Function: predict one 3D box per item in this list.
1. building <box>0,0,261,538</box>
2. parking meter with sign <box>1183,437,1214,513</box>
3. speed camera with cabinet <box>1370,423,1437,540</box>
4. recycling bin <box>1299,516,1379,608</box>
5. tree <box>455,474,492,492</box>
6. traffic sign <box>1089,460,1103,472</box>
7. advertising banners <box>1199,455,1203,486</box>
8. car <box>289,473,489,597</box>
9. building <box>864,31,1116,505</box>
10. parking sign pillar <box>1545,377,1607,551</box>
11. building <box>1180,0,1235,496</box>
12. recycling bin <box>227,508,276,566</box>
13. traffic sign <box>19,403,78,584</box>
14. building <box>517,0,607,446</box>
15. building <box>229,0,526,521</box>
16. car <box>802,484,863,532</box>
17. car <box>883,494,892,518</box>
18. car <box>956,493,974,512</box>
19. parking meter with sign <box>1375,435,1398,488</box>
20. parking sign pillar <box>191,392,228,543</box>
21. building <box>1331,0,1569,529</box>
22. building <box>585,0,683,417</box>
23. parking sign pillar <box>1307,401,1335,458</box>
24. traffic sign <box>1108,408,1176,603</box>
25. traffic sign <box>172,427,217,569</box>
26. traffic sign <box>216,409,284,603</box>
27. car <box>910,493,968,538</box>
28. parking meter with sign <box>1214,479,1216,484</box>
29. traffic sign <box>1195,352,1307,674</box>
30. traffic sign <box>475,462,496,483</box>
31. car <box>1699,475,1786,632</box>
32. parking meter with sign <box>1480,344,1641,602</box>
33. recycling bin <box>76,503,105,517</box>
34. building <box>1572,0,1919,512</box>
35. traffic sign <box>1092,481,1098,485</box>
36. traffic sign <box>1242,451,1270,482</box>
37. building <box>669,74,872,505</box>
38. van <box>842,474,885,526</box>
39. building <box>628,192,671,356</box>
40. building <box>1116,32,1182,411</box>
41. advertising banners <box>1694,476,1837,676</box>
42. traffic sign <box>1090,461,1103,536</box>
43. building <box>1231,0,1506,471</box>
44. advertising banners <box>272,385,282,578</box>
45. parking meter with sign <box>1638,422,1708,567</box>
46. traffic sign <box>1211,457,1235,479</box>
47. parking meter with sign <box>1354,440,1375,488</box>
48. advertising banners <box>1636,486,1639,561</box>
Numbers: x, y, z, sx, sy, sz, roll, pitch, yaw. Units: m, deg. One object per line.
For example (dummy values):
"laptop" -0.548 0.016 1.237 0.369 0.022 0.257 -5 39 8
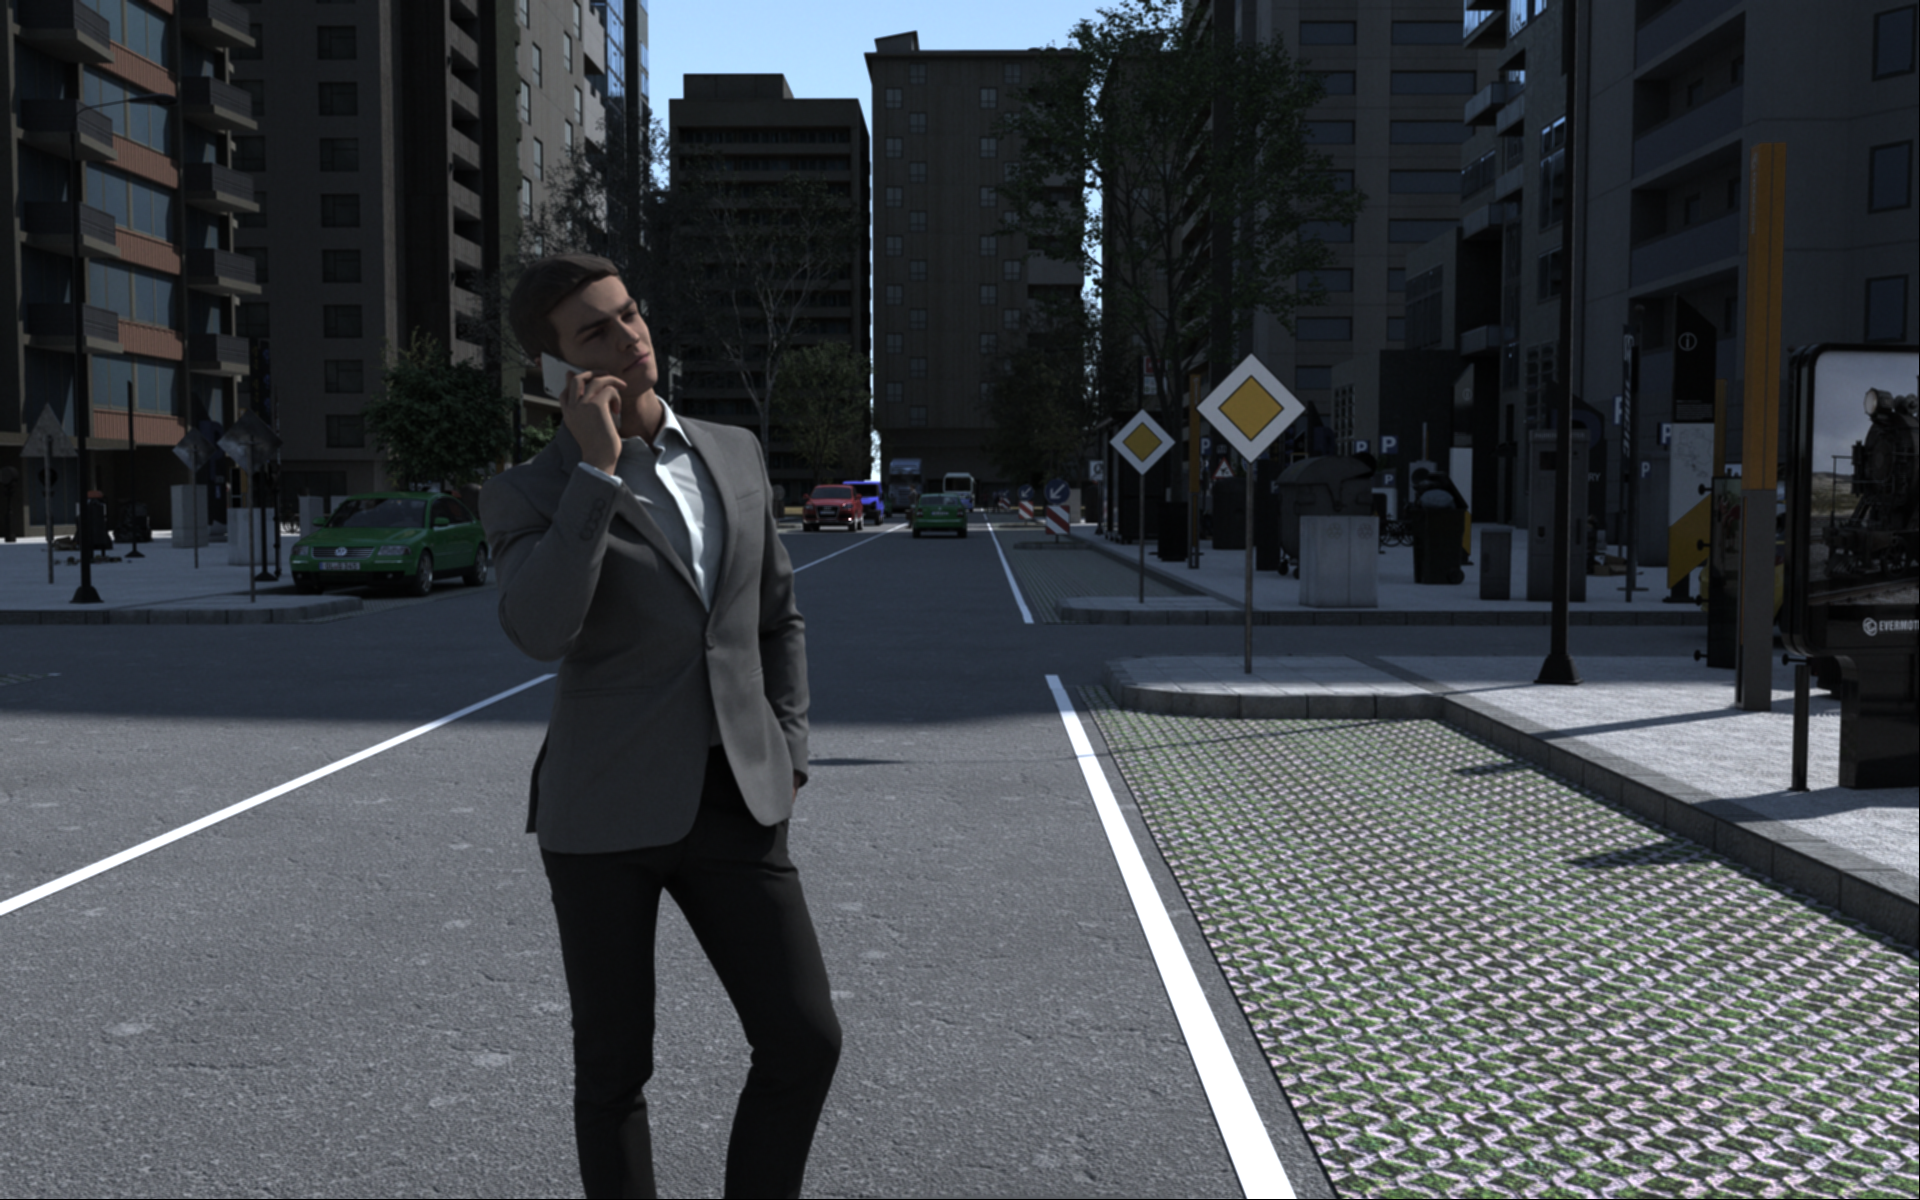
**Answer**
"building" -37.101 -24.573 56.400 22.147 44.769 28.867 0 4 1
"parking meter with sign" 6.976 -3.520 53.814 0.543 3.016 1.738 -3 4 -39
"speed camera with cabinet" 12.140 -3.285 48.049 2.038 3.252 0.660 1 4 23
"recycling bin" 4.324 -0.442 19.787 0.722 1.027 0.722 0 4 -6
"tree" -20.330 -4.690 71.278 1.663 3.219 1.824 0 3 0
"traffic sign" 5.222 -3.961 64.863 0.768 2.556 0.104 0 4 3
"advertising banners" 7.474 -3.652 55.898 0.090 3.025 2.074 2 4 31
"car" -8.268 -1.014 25.383 1.959 1.807 4.718 0 3 0
"building" 3.297 -37.751 206.469 27.495 52.752 28.713 0 4 1
"parking sign pillar" 14.139 -3.139 39.787 1.447 3.967 1.447 0 4 5
"building" 30.477 -31.940 145.913 21.300 48.544 21.600 0 4 1
"recycling bin" -12.784 -1.149 31.335 0.722 1.027 0.722 -3 4 -39
"traffic sign" -13.004 -1.511 24.706 0.884 2.594 0.081 0 4 6
"building" -37.924 -31.773 108.730 28.713 52.752 27.495 0 4 1
"building" -30.524 -19.236 86.209 14.160 30.474 14.107 0 4 1
"car" -4.896 -3.577 67.161 2.281 1.827 5.304 0 4 1
"car" -5.120 -5.954 106.146 1.959 1.807 4.718 0 4 0
"car" 0.156 -7.786 136.891 1.945 1.707 3.694 0 4 -1
"parking meter with sign" 12.546 -3.334 50.767 0.543 3.016 1.738 1 4 14
"parking sign pillar" -20.059 -3.536 46.294 1.447 3.967 1.447 0 4 -4
"building" 29.797 -46.308 69.808 22.319 86.520 31.000 0 4 1
"building" -38.890 -50.915 145.128 31.000 86.520 22.319 0 4 1
"parking sign pillar" 10.536 -3.795 50.520 1.447 3.967 1.447 2 4 31
"traffic sign" 2.131 -1.020 20.312 0.795 2.450 0.064 0 4 1
"traffic sign" -13.158 -1.749 29.782 0.795 2.450 0.064 0 4 5
"traffic sign" -8.362 -1.027 20.429 0.795 2.450 0.064 0 4 1
"car" -0.690 -2.990 57.681 1.959 1.807 4.718 0 4 -1
"parking meter with sign" 13.128 -5.646 88.576 1.738 3.016 0.543 -3 5 -39
"traffic sign" 2.058 -0.531 12.327 0.795 2.450 0.064 0 4 1
"traffic sign" -12.841 -2.867 46.882 0.884 2.594 0.081 0 4 8
"car" 9.279 -0.390 16.605 3.980 1.641 2.015 0 4 2
"parking meter with sign" 7.158 -1.497 20.743 1.738 3.016 0.543 1 4 19
"recycling bin" -24.522 -2.222 48.876 0.722 1.027 0.722 -2 4 -28
"building" 63.950 -36.886 145.080 28.212 58.520 21.231 0 4 1
"traffic sign" 7.247 -5.560 91.019 0.768 2.556 0.104 0 4 5
"traffic sign" 8.094 -2.896 47.453 0.768 2.556 0.104 0 4 4
"building" -21.662 -35.471 203.657 21.600 48.544 21.300 0 4 1
"van" -4.556 -4.631 80.106 2.240 2.365 5.245 0 4 -1
"building" -44.421 -31.681 209.863 23.993 40.220 32.217 0 4 1
"building" 30.795 -37.767 206.736 27.495 52.752 28.713 0 4 1
"advertising banners" 6.129 -0.968 12.008 0.090 3.025 2.074 -3 4 -37
"traffic sign" 4.279 -3.124 53.203 0.606 2.300 0.079 0 4 2
"building" 29.678 -35.355 120.061 21.231 58.520 28.212 0 4 1
"advertising banners" -10.771 -1.904 27.315 0.090 3.025 2.074 -1 4 -20
"parking meter with sign" 12.397 -2.095 30.515 1.738 3.016 0.543 -1 4 -13
"traffic sign" 9.165 -3.680 60.173 0.884 2.594 0.081 0 4 3
"parking meter with sign" 13.569 -3.691 56.606 0.543 3.016 1.738 3 5 44
"advertising banners" 13.076 -2.261 33.153 0.090 3.025 2.074 2 4 34
